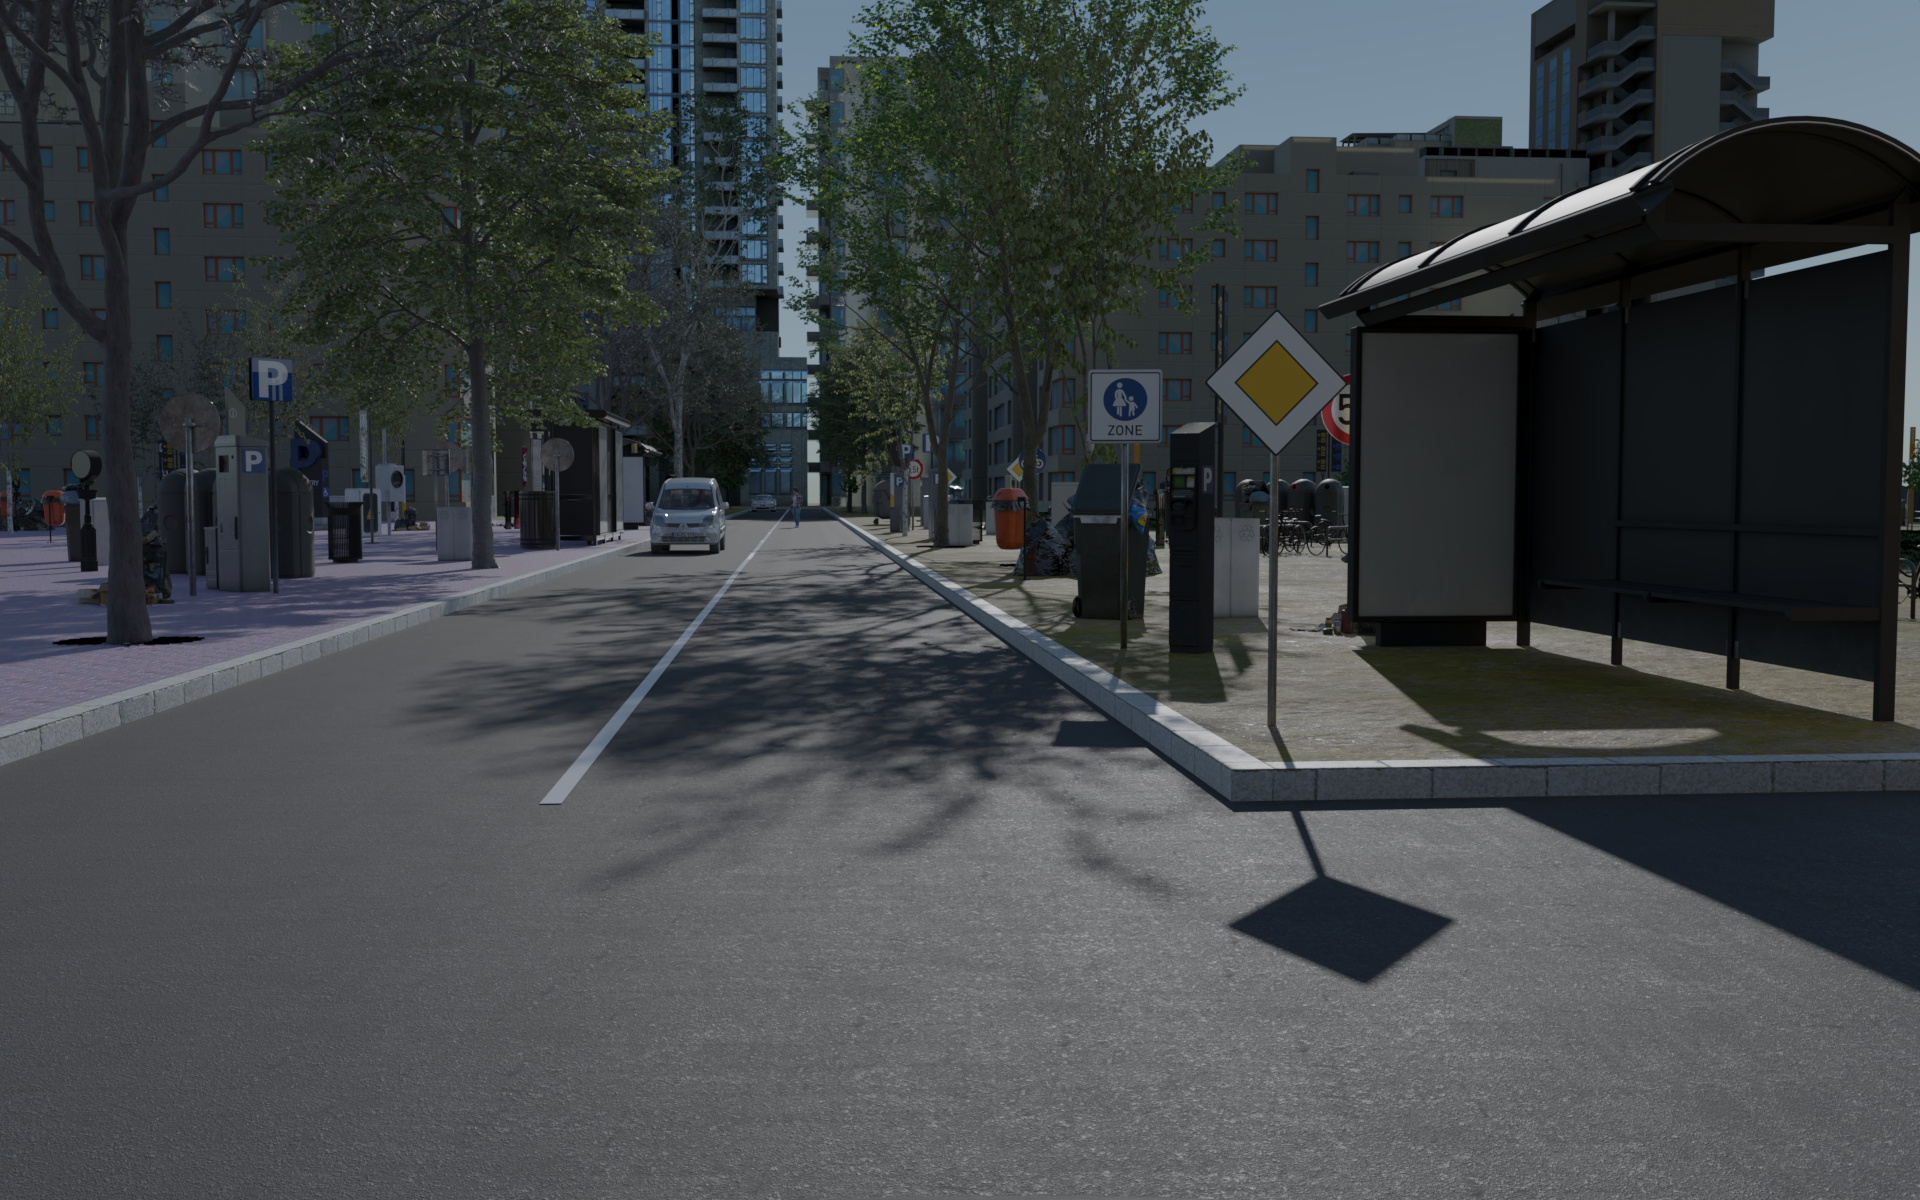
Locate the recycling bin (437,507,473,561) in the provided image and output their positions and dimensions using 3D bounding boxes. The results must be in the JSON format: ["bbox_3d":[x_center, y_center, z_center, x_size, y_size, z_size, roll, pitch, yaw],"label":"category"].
[{"bbox_3d":[-9.657,-1.287,33.590,0.722,1.027,0.722,1,4,9],"label":"recycling bin"}]

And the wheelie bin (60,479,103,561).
[{"bbox_3d":[-16.797,-1.543,33.141,0.693,1.594,0.980,-1,4,-23],"label":"wheelie bin"}]

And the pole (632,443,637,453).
[{"bbox_3d":[-12.780,-4.539,68.054,0.158,3.312,0.155,0,3,0],"label":"pole"}]

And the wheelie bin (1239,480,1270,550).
[{"bbox_3d":[6.880,-1.969,40.099,0.693,1.594,0.980,-1,4,-23],"label":"wheelie bin"}]

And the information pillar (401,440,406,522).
[{"bbox_3d":[-24.211,-5.137,75.338,0.183,3.616,0.504,-2,4,-26],"label":"information pillar"}]

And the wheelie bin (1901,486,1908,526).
[{"bbox_3d":[38.078,-3.808,70.174,0.693,1.594,0.980,-3,4,-39],"label":"wheelie bin"}]

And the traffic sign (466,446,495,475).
[{"bbox_3d":[-10.187,-2.120,36.798,0.606,2.300,0.079,0,4,1],"label":"traffic sign"}]

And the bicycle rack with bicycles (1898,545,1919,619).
[{"bbox_3d":[8.708,-0.310,18.449,2.852,0.926,2.925,-1,4,-20],"label":"bicycle rack with bicycles"}]

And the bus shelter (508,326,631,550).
[{"bbox_3d":[-9.926,-4.070,44.169,2.179,5.291,8.768,0,4,-5],"label":"bus shelter"}]

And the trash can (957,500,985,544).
[{"bbox_3d":[0.279,-2.013,44.568,0.748,1.137,0.748,0,3,0],"label":"trash can"}]

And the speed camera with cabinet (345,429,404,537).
[{"bbox_3d":[-17.640,-3.540,52.218,0.660,3.252,2.038,1,4,21],"label":"speed camera with cabinet"}]

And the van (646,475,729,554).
[{"bbox_3d":[-6.716,-2.196,42.919,2.013,2.044,4.112,0,4,-5],"label":"van"}]

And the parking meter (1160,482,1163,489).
[{"bbox_3d":[9.456,-4.574,80.496,0.255,1.863,0.399,2,4,31],"label":"parking meter"}]

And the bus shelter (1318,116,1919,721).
[{"bbox_3d":[4.284,-1.109,12.056,2.014,3.302,5.546,0,4,-5],"label":"bus shelter"}]

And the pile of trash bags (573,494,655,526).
[{"bbox_3d":[-13.950,-3.655,69.517,3.447,1.369,1.912,-3,4,-36],"label":"pile of trash bags"}]

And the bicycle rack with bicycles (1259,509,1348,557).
[{"bbox_3d":[7.259,-1.425,36.681,2.852,0.926,2.925,3,5,44],"label":"bicycle rack with bicycles"}]

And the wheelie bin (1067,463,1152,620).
[{"bbox_3d":[1.550,-0.612,17.914,0.980,1.594,0.693,2,4,31],"label":"wheelie bin"}]

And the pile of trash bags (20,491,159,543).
[{"bbox_3d":[-22.590,-2.212,45.922,3.447,1.369,1.912,0,4,-1],"label":"pile of trash bags"}]

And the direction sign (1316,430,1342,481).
[{"bbox_3d":[12.944,-4.209,60.817,0.876,3.537,0.379,0,4,-1],"label":"direction sign"}]

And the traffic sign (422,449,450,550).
[{"bbox_3d":[-11.952,-2.288,39.534,0.606,2.300,0.079,0,4,-3],"label":"traffic sign"}]

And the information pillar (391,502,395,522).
[{"bbox_3d":[-26.435,-4.646,80.447,0.304,2.012,0.304,-3,5,-41],"label":"information pillar"}]

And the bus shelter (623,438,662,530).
[{"bbox_3d":[-12.403,-4.349,65.036,2.014,3.302,5.546,0,4,-5],"label":"bus shelter"}]

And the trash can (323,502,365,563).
[{"bbox_3d":[-11.496,-1.267,32.369,0.748,1.137,0.748,0,3,0],"label":"trash can"}]

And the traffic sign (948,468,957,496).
[{"bbox_3d":[-0.531,-4.636,76.988,0.795,2.450,0.064,0,4,-4],"label":"traffic sign"}]

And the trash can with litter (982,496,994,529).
[{"bbox_3d":[1.508,-3.191,63.234,2.233,1.210,1.678,-3,5,-39],"label":"trash can with litter"}]

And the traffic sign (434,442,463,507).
[{"bbox_3d":[-12.445,-2.565,42.038,0.768,2.556,0.104,0,4,-3],"label":"traffic sign"}]

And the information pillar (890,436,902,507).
[{"bbox_3d":[-2.470,-4.660,67.549,0.504,3.616,0.183,-1,4,-17],"label":"information pillar"}]

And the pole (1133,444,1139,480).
[{"bbox_3d":[5.471,-3.669,53.837,0.158,3.312,0.155,0,3,0],"label":"pole"}]

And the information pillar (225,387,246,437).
[{"bbox_3d":[-15.959,-2.864,38.189,0.183,3.616,0.504,2,4,25],"label":"information pillar"}]

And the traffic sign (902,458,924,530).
[{"bbox_3d":[-1.668,-3.744,61.318,0.768,2.556,0.104,0,4,1],"label":"traffic sign"}]

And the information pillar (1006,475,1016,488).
[{"bbox_3d":[1.992,-3.851,67.456,0.304,2.012,0.304,-3,5,-39],"label":"information pillar"}]

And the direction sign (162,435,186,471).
[{"bbox_3d":[-26.195,-4.035,57.973,0.876,3.537,0.379,-1,4,-21],"label":"direction sign"}]

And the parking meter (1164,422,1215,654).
[{"bbox_3d":[1.876,-0.508,14.015,0.255,1.863,0.399,2,4,32],"label":"parking meter"}]

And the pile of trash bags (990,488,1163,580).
[{"bbox_3d":[1.631,-1.060,27.082,1.912,1.369,3.447,3,4,37],"label":"pile of trash bags"}]

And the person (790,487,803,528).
[{"bbox_3d":[-6.963,-3.948,73.893,0.563,1.720,0.643,2,4,29],"label":"person"}]

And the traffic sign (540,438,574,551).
[{"bbox_3d":[-9.144,-2.398,39.318,0.768,2.556,0.104,0,4,-1],"label":"traffic sign"}]

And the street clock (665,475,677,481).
[{"bbox_3d":[-10.860,-3.706,65.170,0.471,2.002,0.358,3,4,38],"label":"street clock"}]

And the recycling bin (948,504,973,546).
[{"bbox_3d":[-0.096,-1.856,42.897,0.722,1.027,0.722,-1,4,-10],"label":"recycling bin"}]

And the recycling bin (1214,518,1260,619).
[{"bbox_3d":[2.671,-0.346,18.208,0.722,1.027,0.722,-1,4,-19],"label":"recycling bin"}]

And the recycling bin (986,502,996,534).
[{"bbox_3d":[1.261,-2.634,55.614,0.722,1.027,0.722,1,4,15],"label":"recycling bin"}]

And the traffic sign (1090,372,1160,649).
[{"bbox_3d":[1.360,-0.746,14.323,0.606,2.300,0.079,0,4,4],"label":"traffic sign"}]

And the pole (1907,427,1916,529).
[{"bbox_3d":[28.897,-3.595,52.615,0.158,3.312,0.155,0,3,0],"label":"pole"}]

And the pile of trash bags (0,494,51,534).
[{"bbox_3d":[-32.837,-3.097,60.392,1.912,1.369,3.447,-1,4,-16],"label":"pile of trash bags"}]

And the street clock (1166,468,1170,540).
[{"bbox_3d":[5.882,-2.647,47.853,0.358,2.002,0.471,-1,4,-16],"label":"street clock"}]

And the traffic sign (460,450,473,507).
[{"bbox_3d":[-12.874,-2.787,45.673,0.768,2.556,0.104,0,4,-1],"label":"traffic sign"}]

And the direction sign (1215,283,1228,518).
[{"bbox_3d":[2.878,-1.659,19.123,0.379,3.537,0.876,1,4,15],"label":"direction sign"}]

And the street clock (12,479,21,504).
[{"bbox_3d":[-39.705,-4.180,72.905,0.358,2.002,0.471,-1,4,-16],"label":"street clock"}]

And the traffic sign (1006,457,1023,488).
[{"bbox_3d":[1.809,-3.163,52.907,0.795,2.450,0.064,0,4,1],"label":"traffic sign"}]

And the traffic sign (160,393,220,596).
[{"bbox_3d":[-9.691,-1.327,21.808,0.768,2.556,0.104,0,4,1],"label":"traffic sign"}]

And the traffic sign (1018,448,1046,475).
[{"bbox_3d":[1.942,-2.855,46.787,0.768,2.556,0.104,0,4,-5],"label":"traffic sign"}]

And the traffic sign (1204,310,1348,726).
[{"bbox_3d":[1.725,-0.360,9.537,0.795,2.450,0.064,0,4,-5],"label":"traffic sign"}]

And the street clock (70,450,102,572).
[{"bbox_3d":[-14.440,-1.474,28.667,0.471,2.002,0.358,2,4,23],"label":"street clock"}]

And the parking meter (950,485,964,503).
[{"bbox_3d":[-0.086,-2.417,47.921,0.372,1.533,0.369,0,3,0],"label":"parking meter"}]

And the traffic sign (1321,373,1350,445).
[{"bbox_3d":[4.166,-1.110,18.249,0.768,2.556,0.104,0,4,0],"label":"traffic sign"}]

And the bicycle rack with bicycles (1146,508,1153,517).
[{"bbox_3d":[7.417,-4.241,82.730,2.852,0.926,2.925,-3,4,-37],"label":"bicycle rack with bicycles"}]

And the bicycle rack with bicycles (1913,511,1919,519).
[{"bbox_3d":[38.109,-3.283,67.057,2.852,0.926,2.925,0,4,0],"label":"bicycle rack with bicycles"}]
